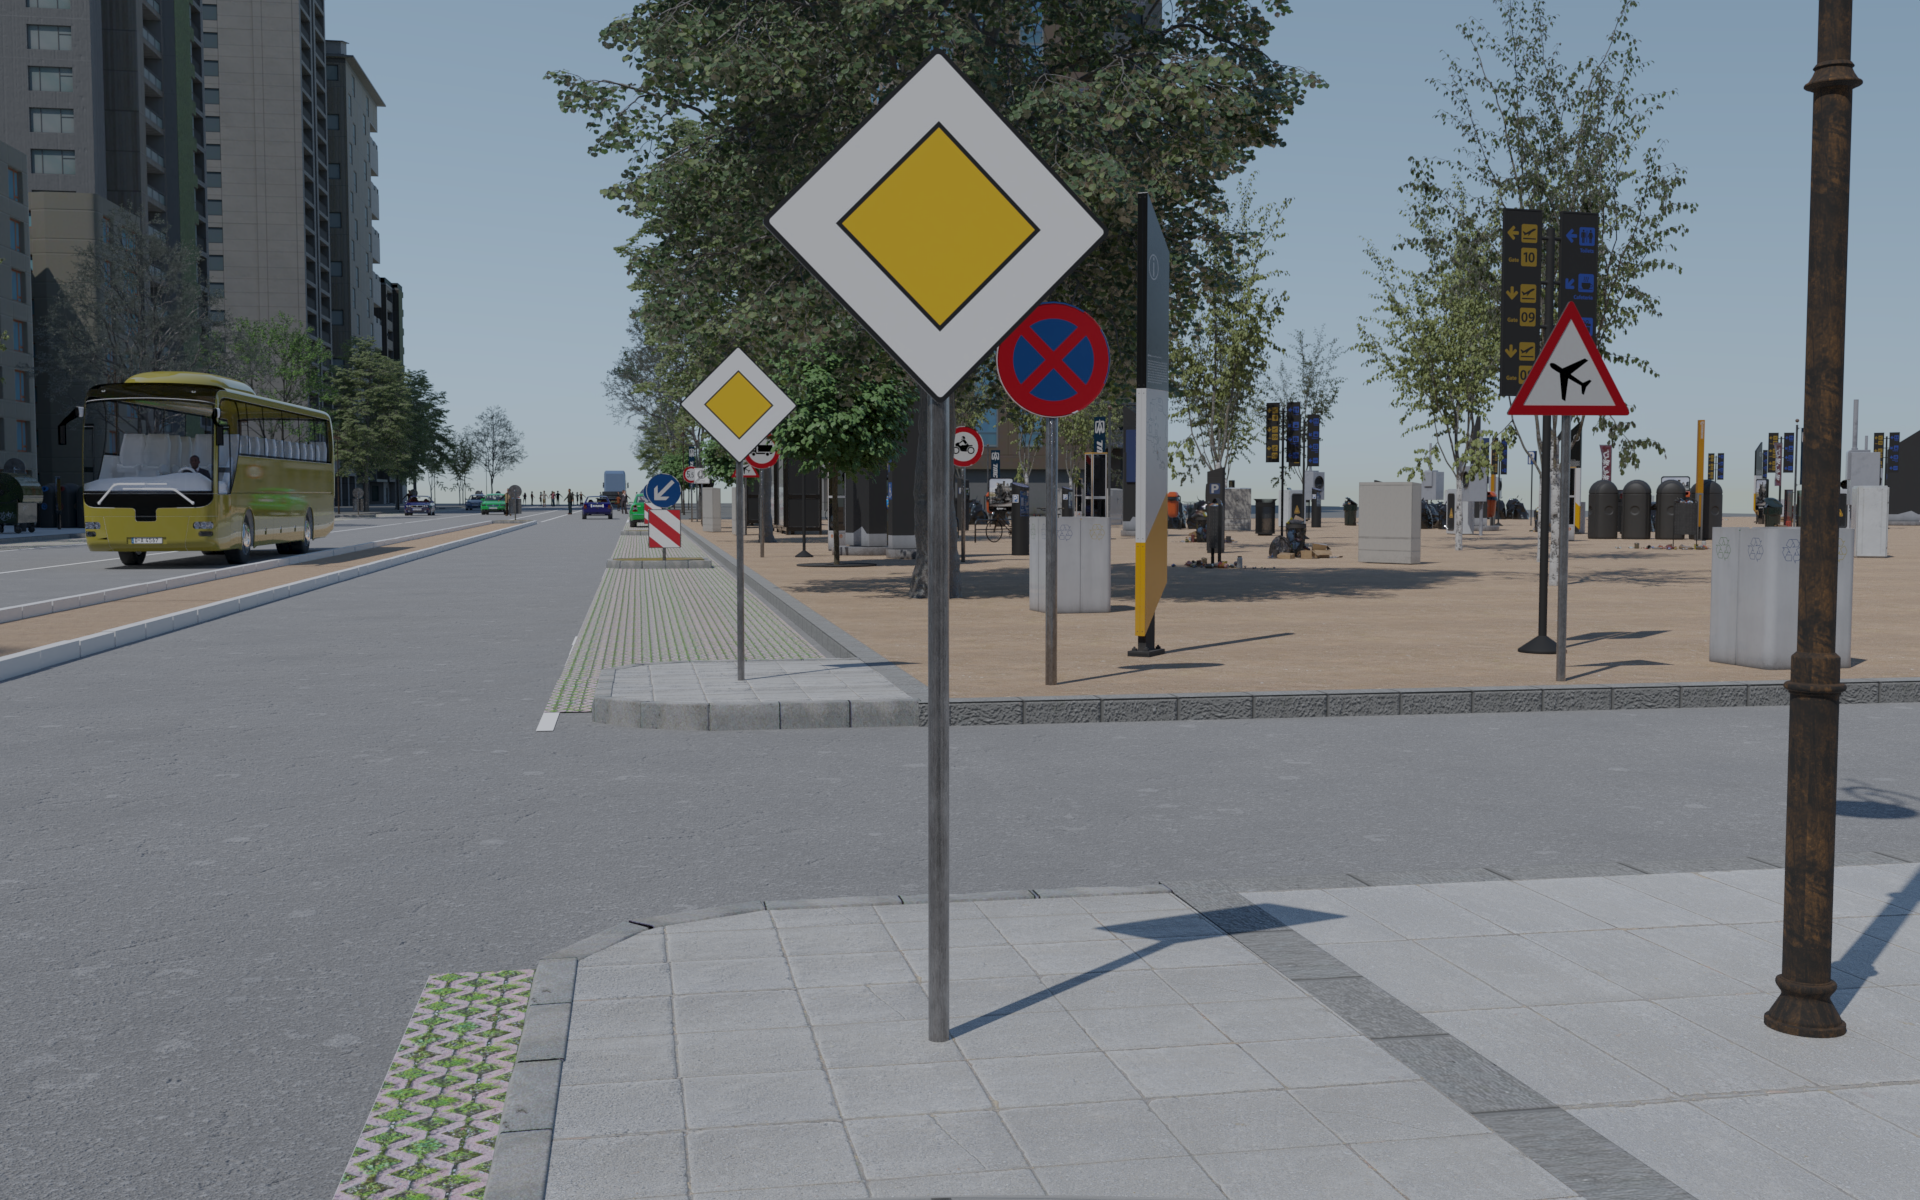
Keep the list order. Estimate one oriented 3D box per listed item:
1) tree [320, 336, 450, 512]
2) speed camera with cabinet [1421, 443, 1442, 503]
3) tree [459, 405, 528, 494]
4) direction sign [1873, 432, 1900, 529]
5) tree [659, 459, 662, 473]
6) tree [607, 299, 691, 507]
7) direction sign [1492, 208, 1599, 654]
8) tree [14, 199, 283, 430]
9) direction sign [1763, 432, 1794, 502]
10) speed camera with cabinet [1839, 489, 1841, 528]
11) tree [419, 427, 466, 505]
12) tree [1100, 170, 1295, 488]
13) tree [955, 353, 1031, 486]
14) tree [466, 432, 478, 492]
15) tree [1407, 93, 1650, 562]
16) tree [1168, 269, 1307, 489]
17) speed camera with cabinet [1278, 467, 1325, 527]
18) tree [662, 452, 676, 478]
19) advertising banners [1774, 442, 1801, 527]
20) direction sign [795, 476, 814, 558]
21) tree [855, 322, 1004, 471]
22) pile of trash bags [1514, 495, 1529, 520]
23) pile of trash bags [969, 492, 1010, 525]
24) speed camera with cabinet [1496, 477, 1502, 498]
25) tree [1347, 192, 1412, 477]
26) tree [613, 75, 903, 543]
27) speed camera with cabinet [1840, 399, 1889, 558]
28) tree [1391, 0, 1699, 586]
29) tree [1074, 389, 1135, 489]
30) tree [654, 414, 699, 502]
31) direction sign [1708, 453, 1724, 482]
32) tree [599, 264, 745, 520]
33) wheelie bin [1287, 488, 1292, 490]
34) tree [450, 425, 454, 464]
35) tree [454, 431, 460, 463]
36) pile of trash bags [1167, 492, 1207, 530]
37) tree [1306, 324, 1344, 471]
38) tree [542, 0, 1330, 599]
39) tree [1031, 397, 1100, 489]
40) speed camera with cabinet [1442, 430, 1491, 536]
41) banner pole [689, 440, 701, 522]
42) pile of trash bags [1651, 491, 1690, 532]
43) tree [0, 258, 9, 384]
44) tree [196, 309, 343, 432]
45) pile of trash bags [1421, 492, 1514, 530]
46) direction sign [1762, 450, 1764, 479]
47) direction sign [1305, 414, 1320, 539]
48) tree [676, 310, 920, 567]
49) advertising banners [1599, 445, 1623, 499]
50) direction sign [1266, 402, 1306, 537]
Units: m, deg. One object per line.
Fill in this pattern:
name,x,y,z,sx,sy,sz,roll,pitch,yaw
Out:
tree,-42.502,-12.621,124.472,7.486,12.596,7.792,0,3,0
speed camera with cabinet,18.813,-4.431,66.777,0.660,3.252,2.038,-3,5,-39
tree,-63.708,-19.896,235.662,12.009,13.543,11.850,0,3,0
direction sign,33.958,-4.377,63.554,0.379,3.537,0.876,-3,5,-44
tree,-18.939,-8.222,118.145,4.285,4.588,4.351,0,3,0
tree,-30.052,-19.271,170.971,12.611,20.169,13.585,0,3,0
direction sign,4.718,-1.341,13.928,0.876,3.537,0.379,-1,4,-17
tree,-34.214,-9.954,73.121,12.009,13.543,11.850,0,3,0
direction sign,30.207,-4.391,63.793,0.876,3.537,0.379,1,4,13
speed camera with cabinet,30.009,-3.919,58.407,2.038,3.252,0.660,0,4,-8
tree,-51.754,-13.418,169.745,4.737,8.622,4.395,0,3,0
tree,5.849,-5.480,39.952,4.737,8.622,4.395,0,3,0
tree,-0.077,-7.850,78.704,4.737,8.622,4.395,0,3,0
tree,-58.537,-15.465,203.210,4.737,8.622,4.395,0,3,0
tree,10.967,-5.033,32.650,4.737,8.622,4.395,0,3,0
tree,8.567,-6.539,57.277,4.360,8.622,3.978,0,3,0
speed camera with cabinet,13.322,-4.474,67.479,2.038,3.252,0.660,-3,4,-37
tree,-8.326,-4.976,65.074,4.285,4.588,4.351,0,3,0
advertising banners,28.262,-3.842,59.011,2.074,3.025,0.090,-2,4,-34
direction sign,-3.167,-2.636,35.091,0.379,3.537,0.876,1,4,13
tree,-0.777,-6.426,55.430,4.360,8.622,3.978,0,3,0
pile of trash bags,28.351,-4.769,87.719,3.447,1.369,1.912,1,4,13
pile of trash bags,1.222,-3.907,73.638,1.912,1.369,3.447,0,4,3
speed camera with cabinet,28.252,-5.967,91.894,0.660,3.252,2.038,2,4,30
tree,11.130,-5.423,39.033,4.737,8.622,4.395,0,3,0
tree,-5.108,-7.756,44.936,7.486,12.596,7.792,0,3,0
speed camera with cabinet,18.636,-2.521,35.551,0.660,3.252,2.038,1,4,21
tree,8.183,-4.491,23.798,4.360,8.622,3.978,0,3,0
tree,6.871,-8.281,85.753,4.360,8.622,3.978,0,3,0
tree,-24.215,-12.178,149.479,4.737,8.622,4.395,0,3,0
direction sign,41.713,-6.339,95.637,0.379,3.537,0.876,-3,5,-43
tree,-12.978,-10.807,87.058,12.009,13.543,11.850,0,3,0
wheelie bin,16.125,-4.715,85.005,0.693,1.594,0.980,2,4,25
tree,-47.728,-13.941,146.064,7.486,12.596,7.792,0,3,0
tree,-49.313,-14.597,156.790,7.486,12.596,7.792,0,3,0
pile of trash bags,8.208,-3.289,63.522,1.912,1.369,3.447,1,4,22
tree,14.706,-7.610,74.785,4.360,8.622,3.978,0,3,0
tree,-0.193,-7.005,21.180,9.857,13.997,8.962,0,3,0
tree,5.304,-7.876,79.132,4.737,8.622,4.395,0,3,0
speed camera with cabinet,15.836,-3.658,54.149,0.660,3.252,2.038,0,4,-3
banner pole,-12.263,-5.493,79.828,0.401,3.779,0.863,-3,5,-43
pile of trash bags,23.501,-3.004,58.863,1.912,1.369,3.447,-2,4,-31
tree,-29.104,-6.049,49.272,4.737,8.622,4.395,0,3,0
tree,-39.102,-10.585,98.818,9.928,11.665,9.643,0,3,0
pile of trash bags,18.012,-3.264,63.125,1.912,1.369,3.447,-3,5,-43
direction sign,40.963,-5.906,88.563,0.876,3.537,0.379,-2,4,-29
direction sign,9.751,-3.495,49.142,0.876,3.537,0.379,0,4,-2
tree,-2.138,-2.885,30.878,4.285,4.588,4.351,0,3,0
advertising banners,23.561,-3.995,61.500,2.074,3.025,0.090,-1,4,-15
direction sign,7.965,-3.105,42.762,0.876,3.537,0.379,2,4,31
